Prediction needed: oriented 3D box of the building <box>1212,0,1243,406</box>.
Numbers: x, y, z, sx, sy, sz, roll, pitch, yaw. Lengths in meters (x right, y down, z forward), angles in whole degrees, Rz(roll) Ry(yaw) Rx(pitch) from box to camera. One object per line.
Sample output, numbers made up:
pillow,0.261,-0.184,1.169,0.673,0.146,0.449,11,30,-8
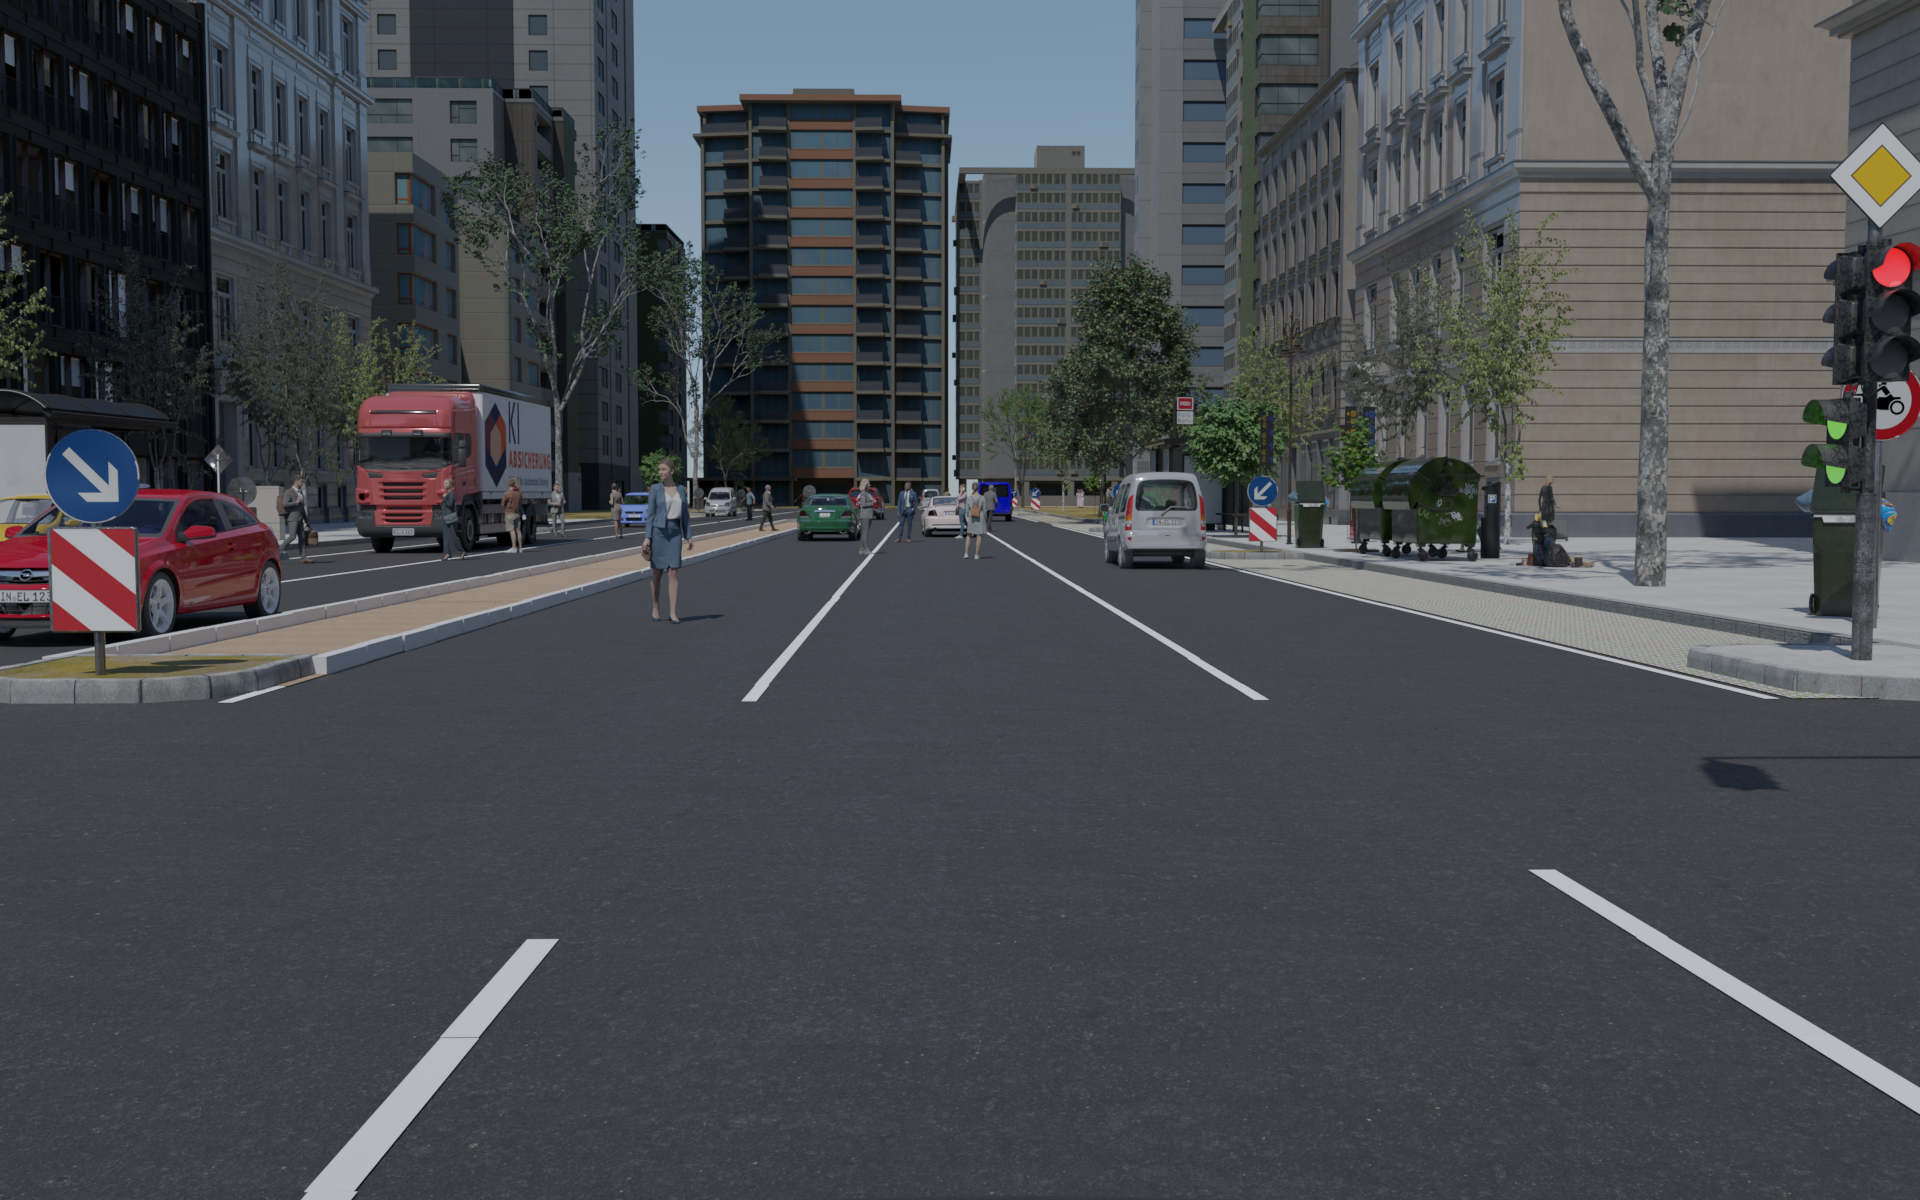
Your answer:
building,31.092,-25.977,116.603,32.217,40.220,23.993,0,4,-1

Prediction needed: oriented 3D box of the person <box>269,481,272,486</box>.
person,-25.761,-3.511,63.671,0.699,1.804,1.509,2,4,35

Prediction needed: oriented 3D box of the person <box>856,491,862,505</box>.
person,-5.149,-5.061,92.193,0.756,1.711,0.436,0,4,-5

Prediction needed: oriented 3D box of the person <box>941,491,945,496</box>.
person,-1.410,-9.259,160.562,1.217,1.739,0.721,1,4,21

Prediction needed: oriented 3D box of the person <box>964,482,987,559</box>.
person,0.342,-1.759,38.263,0.512,1.701,0.522,0,4,-1

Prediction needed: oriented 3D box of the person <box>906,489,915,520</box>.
person,-2.694,-5.197,94.403,0.436,1.711,0.756,-2,4,-30

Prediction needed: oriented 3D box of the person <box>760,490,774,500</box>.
person,-16.499,-8.513,147.777,1.350,1.814,0.705,2,4,27

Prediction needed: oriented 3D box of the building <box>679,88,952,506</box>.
building,-15.398,-32.747,190.032,28.867,44.769,22.147,0,4,-1

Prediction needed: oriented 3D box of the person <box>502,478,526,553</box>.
person,-10.927,-2.078,42.447,0.573,1.828,0.580,-1,4,-13

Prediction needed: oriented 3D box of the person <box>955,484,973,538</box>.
person,0.140,-2.877,56.128,0.643,1.750,0.593,-1,4,-10

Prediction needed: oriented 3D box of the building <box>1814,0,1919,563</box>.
building,28.987,-14.730,28.229,23.554,28.519,14.401,0,4,-1

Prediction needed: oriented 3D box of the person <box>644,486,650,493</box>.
person,-21.163,-6.837,117.795,1.348,1.831,0.705,-1,4,-10

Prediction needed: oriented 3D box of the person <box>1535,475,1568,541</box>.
person,16.239,-2.527,47.580,0.699,1.804,1.509,1,4,9

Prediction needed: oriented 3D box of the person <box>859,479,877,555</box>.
person,-2.166,-1.994,41.289,0.526,1.800,0.537,2,4,28

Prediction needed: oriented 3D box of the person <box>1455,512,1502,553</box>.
person,11.398,-1.956,38.247,1.509,1.804,0.699,-2,4,-30

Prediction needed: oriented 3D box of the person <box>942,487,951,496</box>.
person,-0.689,-5.371,96.415,0.705,1.812,1.348,-3,5,-42

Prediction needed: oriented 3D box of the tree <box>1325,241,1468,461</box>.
tree,12.974,-6.148,50.890,4.360,8.622,3.978,0,3,0

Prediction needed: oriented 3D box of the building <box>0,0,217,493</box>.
building,-32.669,-13.695,53.598,12.332,23.373,15.834,0,4,-1

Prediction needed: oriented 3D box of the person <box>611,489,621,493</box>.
person,-20.113,-5.780,101.349,0.742,1.727,0.445,1,4,19

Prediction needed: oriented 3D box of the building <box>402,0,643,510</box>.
building,-38.871,-43.212,144.766,20.611,71.187,20.563,0,4,-1

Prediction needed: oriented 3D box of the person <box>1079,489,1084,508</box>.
person,11.070,-9.247,157.901,0.551,1.740,0.621,1,4,20

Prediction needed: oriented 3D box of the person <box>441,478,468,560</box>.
person,-10.993,-1.745,37.452,0.534,1.772,0.576,-3,5,-44

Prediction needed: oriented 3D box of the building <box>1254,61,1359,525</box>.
building,20.069,-14.107,79.792,9.793,20.994,18.267,0,4,-1

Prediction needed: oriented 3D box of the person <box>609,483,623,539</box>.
person,-10.977,-2.839,55.259,0.374,1.781,0.599,3,4,37

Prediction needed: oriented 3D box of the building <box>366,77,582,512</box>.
building,-35.631,-21.529,123.698,14.160,30.474,14.107,0,4,-1

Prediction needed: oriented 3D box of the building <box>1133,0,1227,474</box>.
building,24.904,-36.696,141.973,21.231,58.520,28.212,0,4,-1

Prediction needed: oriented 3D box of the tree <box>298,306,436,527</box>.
tree,-23.650,-7.167,67.544,4.737,8.622,4.395,0,3,0

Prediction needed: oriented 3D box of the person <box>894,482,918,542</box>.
person,-1.600,-2.616,51.452,0.721,1.800,0.419,0,4,5

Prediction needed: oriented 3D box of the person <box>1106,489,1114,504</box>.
person,12.894,-8.747,149.787,0.721,1.736,1.217,-2,4,-31

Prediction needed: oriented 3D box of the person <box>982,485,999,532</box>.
person,1.185,-3.515,66.362,0.661,1.777,0.834,1,4,19

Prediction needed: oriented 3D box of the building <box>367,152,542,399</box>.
building,-41.763,-15.717,102.014,27.650,21.520,28.899,0,4,-1

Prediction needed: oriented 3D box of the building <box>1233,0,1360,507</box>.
building,22.459,-19.939,97.699,14.160,30.474,14.107,0,4,-1

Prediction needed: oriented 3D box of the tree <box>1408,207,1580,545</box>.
tree,13.672,-5.708,43.688,4.737,8.622,4.395,0,3,0

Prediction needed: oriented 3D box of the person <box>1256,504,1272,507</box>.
person,10.537,-3.320,60.354,0.581,1.822,0.654,3,5,40

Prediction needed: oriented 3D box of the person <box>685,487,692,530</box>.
person,-11.013,-3.662,69.385,0.522,1.701,0.512,-1,4,-12

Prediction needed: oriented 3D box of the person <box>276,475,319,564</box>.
person,-13.662,-1.658,35.565,0.822,1.834,0.622,0,4,1

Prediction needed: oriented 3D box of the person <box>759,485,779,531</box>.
person,-7.329,-3.526,66.551,0.834,1.777,0.661,-1,4,-20

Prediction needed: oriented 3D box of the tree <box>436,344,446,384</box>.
tree,-23.643,-7.464,72.395,4.737,8.622,4.395,0,3,0

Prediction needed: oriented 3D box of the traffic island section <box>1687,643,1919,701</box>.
traffic island section,6.997,0.543,13.402,2.009,0.180,2.903,0,4,-1

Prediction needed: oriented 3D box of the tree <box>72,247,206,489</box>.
tree,-23.943,-6.182,51.438,4.360,8.622,3.978,0,3,0

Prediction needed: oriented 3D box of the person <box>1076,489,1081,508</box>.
person,11.175,-9.554,162.917,0.551,1.740,0.621,1,4,17

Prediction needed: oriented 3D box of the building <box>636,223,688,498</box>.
building,-37.295,-25.383,186.719,14.107,30.474,14.160,0,4,-1

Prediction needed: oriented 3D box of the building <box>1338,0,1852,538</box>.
building,22.273,-16.763,59.976,13.634,28.700,20.117,0,4,-1

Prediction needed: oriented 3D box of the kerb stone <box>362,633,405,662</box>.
kerb stone,-5.111,0.427,15.222,0.120,0.150,1.000,0,4,-1

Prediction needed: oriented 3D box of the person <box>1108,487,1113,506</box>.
person,11.372,-7.620,130.709,0.705,1.814,1.350,0,4,-5

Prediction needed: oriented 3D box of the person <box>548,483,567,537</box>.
person,-13.342,-2.986,57.522,0.606,1.804,0.583,-3,5,-41

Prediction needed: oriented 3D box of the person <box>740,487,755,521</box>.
person,-11.351,-5.176,93.107,0.705,1.826,1.348,-3,5,-40

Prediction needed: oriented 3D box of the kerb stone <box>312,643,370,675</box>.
kerb stone,-5.082,0.493,14.197,0.120,0.150,1.000,0,4,-1

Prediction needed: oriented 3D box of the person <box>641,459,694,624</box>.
person,-3.264,-0.659,19.307,0.581,1.822,0.654,-1,4,-16

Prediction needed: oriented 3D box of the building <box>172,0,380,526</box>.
building,-33.619,-17.459,71.366,13.634,28.700,20.117,0,4,-1

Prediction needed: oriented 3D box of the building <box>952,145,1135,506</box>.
building,11.216,-30.817,195.746,23.993,40.220,32.217,0,4,-1

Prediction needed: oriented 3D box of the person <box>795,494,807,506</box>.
person,-9.828,-6.133,109.299,1.217,1.766,0.721,1,4,11

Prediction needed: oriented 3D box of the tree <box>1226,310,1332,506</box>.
tree,12.756,-7.328,70.175,4.737,8.622,4.395,0,3,0
